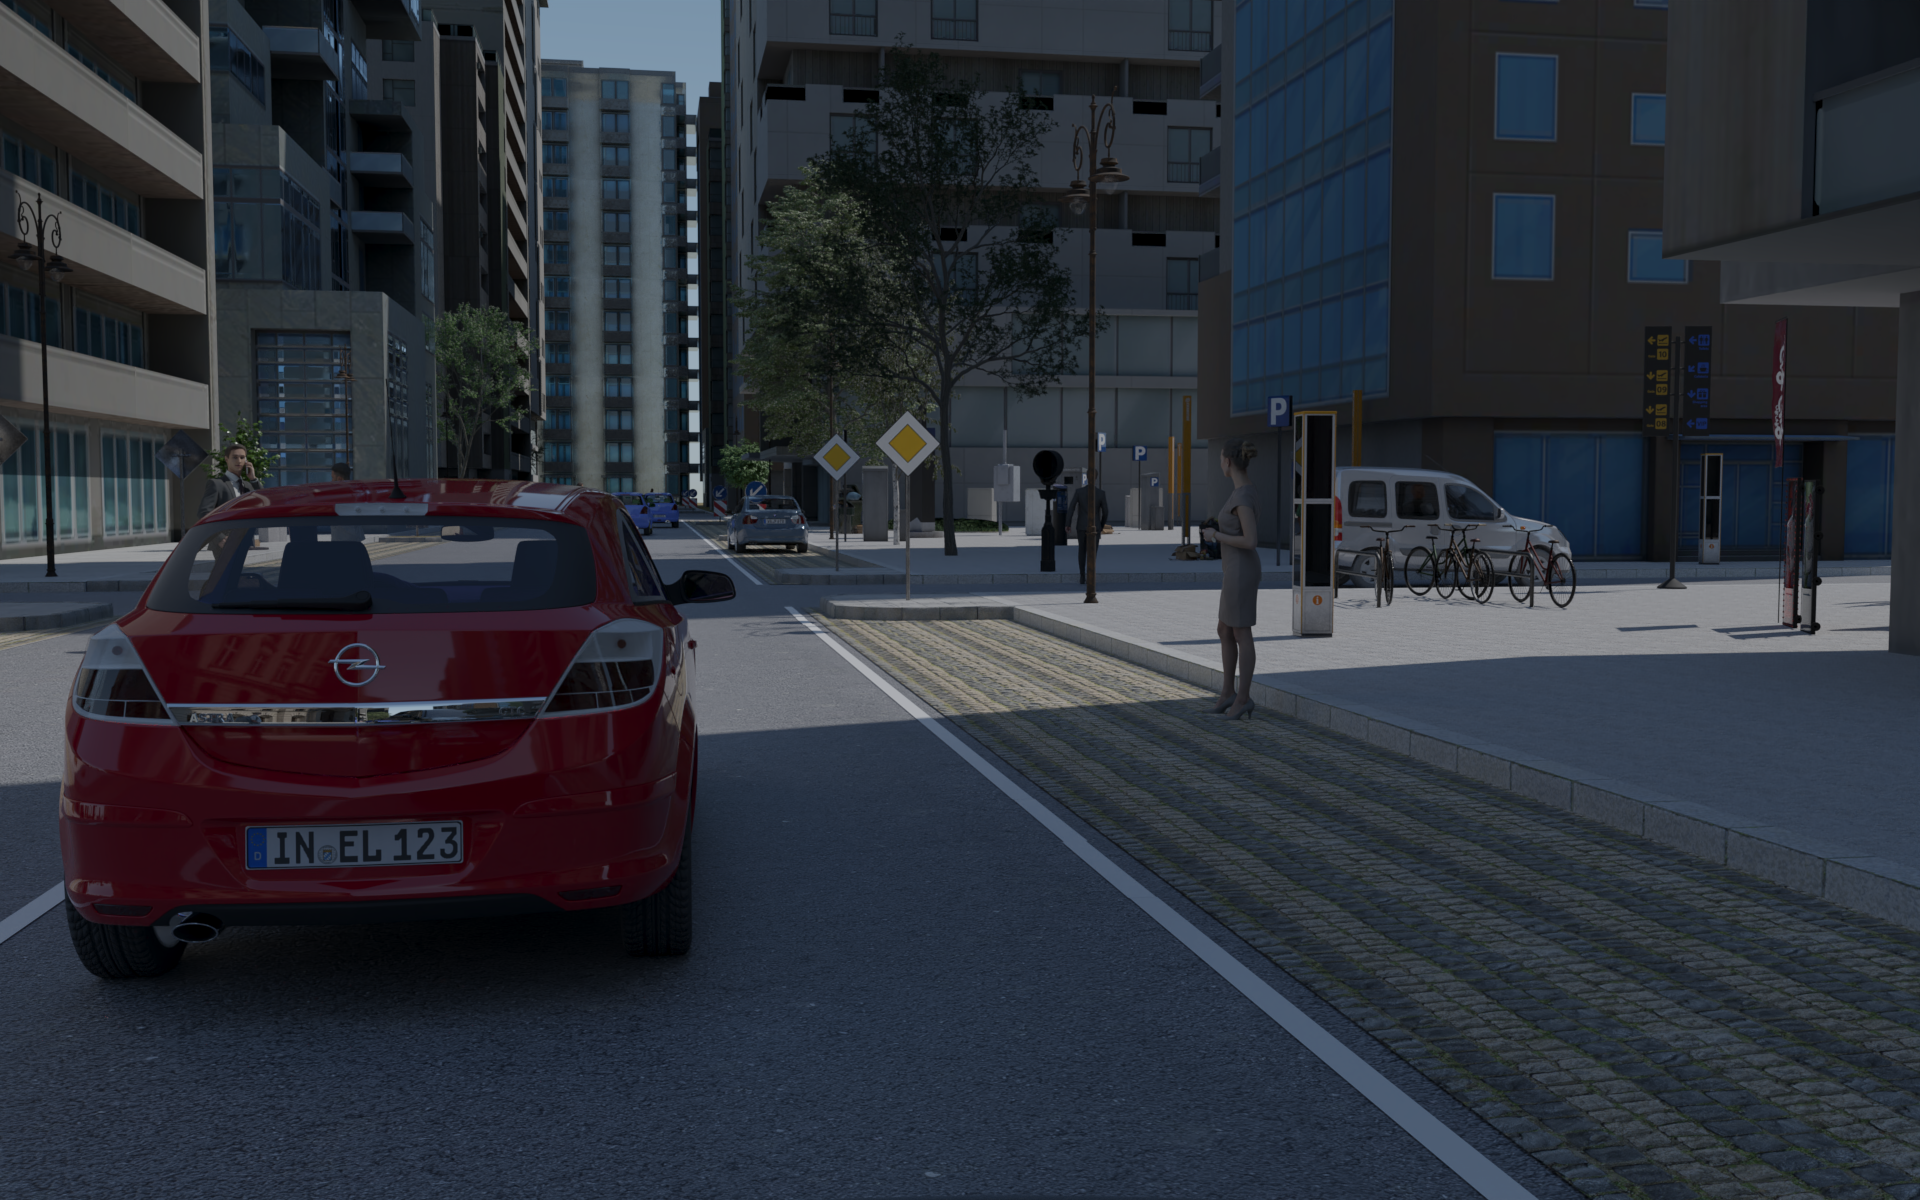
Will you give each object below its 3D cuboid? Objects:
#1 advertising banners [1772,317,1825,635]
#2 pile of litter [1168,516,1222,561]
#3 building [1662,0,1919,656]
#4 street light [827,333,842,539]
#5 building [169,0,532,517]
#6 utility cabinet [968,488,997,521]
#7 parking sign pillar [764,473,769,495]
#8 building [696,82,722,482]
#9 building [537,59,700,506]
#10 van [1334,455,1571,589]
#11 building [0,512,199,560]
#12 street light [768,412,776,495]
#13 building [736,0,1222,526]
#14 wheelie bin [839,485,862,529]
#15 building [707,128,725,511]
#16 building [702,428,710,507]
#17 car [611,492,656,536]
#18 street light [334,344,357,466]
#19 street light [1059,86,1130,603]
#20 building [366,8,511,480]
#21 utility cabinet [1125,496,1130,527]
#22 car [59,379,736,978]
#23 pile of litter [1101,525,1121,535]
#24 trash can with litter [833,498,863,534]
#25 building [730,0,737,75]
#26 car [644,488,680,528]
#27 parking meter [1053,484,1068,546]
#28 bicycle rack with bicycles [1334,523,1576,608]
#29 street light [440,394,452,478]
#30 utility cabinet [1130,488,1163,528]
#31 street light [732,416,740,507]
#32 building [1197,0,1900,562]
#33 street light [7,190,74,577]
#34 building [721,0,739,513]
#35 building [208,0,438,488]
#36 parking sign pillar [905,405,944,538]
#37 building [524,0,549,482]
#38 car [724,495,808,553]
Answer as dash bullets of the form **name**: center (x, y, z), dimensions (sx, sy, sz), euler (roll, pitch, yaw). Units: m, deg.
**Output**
- **advertising banners**: center (8.019, -1.251, 16.635), dimensions (0.090, 3.025, 2.074), euler (1, 4, 14)
- **pile of litter**: center (4.653, -1.223, 33.968), dimensions (1.719, 0.858, 1.176), euler (-3, 5, -42)
- **building**: center (11.692, -19.808, 7.456), dimensions (14.154, 41.232, 14.086), euler (-1, 4, -10)
- **street light**: center (-3.628, -4.650, 48.817), dimensions (0.468, 5.910, 1.993), euler (-1, 4, -10)
- **building**: center (-42.471, -30.554, 123.258), dimensions (21.300, 48.544, 21.600), euler (-1, 4, -10)
- **utility cabinet**: center (0.829, -3.421, 64.618), dimensions (1.173, 1.500, 0.318), euler (3, 5, 40)
- **parking sign pillar**: center (-11.486, -6.954, 102.166), dimensions (1.447, 3.967, 1.447), euler (-1, 4, -14)
- **building**: center (-21.798, -33.179, 192.582), dimensions (14.200, 45.320, 14.600), euler (-1, 4, -10)
- **building**: center (-44.796, -35.109, 193.641), dimensions (30.456, 49.044, 23.786), euler (-1, 4, -10)
- **van**: center (7.316, -1.204, 26.694), dimensions (4.112, 2.044, 2.013), euler (-1, 4, -10)
- **building**: center (-28.595, -25.045, 33.186), dimensions (21.300, 48.544, 21.600), euler (-1, 4, -10)
- **street light**: center (-8.345, -6.311, 75.975), dimensions (0.468, 5.910, 1.993), euler (-1, 4, -10)
- **building**: center (3.617, -30.095, 81.295), dimensions (28.713, 52.752, 27.495), euler (-1, 4, -10)
- **wheelie bin**: center (-3.630, -3.021, 57.302), dimensions (0.980, 1.594, 0.693), euler (3, 5, 44)
- **building**: center (-13.480, -22.583, 140.929), dimensions (14.160, 30.474, 14.107), euler (-1, 4, -10)
- **building**: center (-12.811, -52.003, 162.918), dimensions (22.319, 86.520, 31.000), euler (-1, 4, -10)
- **car**: center (-11.689, -3.135, 60.841), dimensions (1.945, 1.707, 3.694), euler (-1, 4, -8)
- **street light**: center (-18.899, -4.931, 53.413), dimensions (0.468, 5.910, 1.993), euler (-1, 4, -10)
- **street light**: center (1.542, -2.901, 20.212), dimensions (0.468, 5.910, 1.993), euler (-1, 4, -10)
- **building**: center (-35.627, -20.480, 106.548), dimensions (14.160, 30.474, 14.107), euler (-1, 4, -10)
- **utility cabinet**: center (6.885, -3.394, 66.652), dimensions (1.020, 1.237, 0.306), euler (-1, 4, -14)
- **car**: center (-1.939, 0.142, 6.716), dimensions (2.155, 1.783, 4.494), euler (-1, 4, -9)
- **pile of litter**: center (4.384, -2.522, 55.204), dimensions (1.719, 0.858, 1.176), euler (-1, 4, -20)
- **trash can with litter**: center (-3.543, -2.706, 55.628), dimensions (1.055, 1.170, 0.624), euler (-3, 5, -44)
- **building**: center (-7.494, -28.234, 111.744), dimensions (14.600, 45.320, 14.200), euler (-1, 4, -10)
- **car**: center (-12.925, -3.943, 74.064), dimensions (1.945, 1.707, 3.694), euler (-1, 4, -12)
- **parking meter**: center (2.498, -2.125, 43.162), dimensions (0.372, 1.533, 0.369), euler (0, 3, 0)
- **bicycle rack with bicycles**: center (5.679, -0.442, 20.614), dimensions (2.852, 0.926, 2.925), euler (0, 4, -2)
- **street light**: center (-23.710, -6.563, 80.093), dimensions (0.468, 5.910, 1.993), euler (-1, 4, -10)
- **utility cabinet**: center (6.962, -3.430, 64.756), dimensions (1.173, 1.500, 0.318), euler (-1, 4, -11)
- **street light**: center (-13.226, -7.942, 102.642), dimensions (0.468, 5.910, 1.993), euler (-1, 4, -10)
- **building**: center (14.319, -23.736, 38.203), dimensions (14.200, 45.320, 14.600), euler (-1, 4, -10)
- **street light**: center (-14.117, -3.299, 26.729), dimensions (0.468, 5.910, 1.993), euler (-1, 4, -10)
- **building**: center (-10.366, -27.098, 126.641), dimensions (14.154, 41.232, 14.086), euler (-1, 4, -10)
- **building**: center (-32.087, -46.086, 66.184), dimensions (22.319, 86.520, 31.000), euler (-1, 4, -10)
- **parking sign pillar**: center (-1.185, -3.825, 51.008), dimensions (1.447, 3.967, 1.447), euler (-2, 4, -25)
- **building**: center (-51.996, -34.759, 157.548), dimensions (27.495, 52.752, 28.713), euler (-1, 4, -10)
- **car**: center (-4.817, -1.904, 43.139), dimensions (2.014, 1.417, 4.499), euler (-1, 4, -11)
